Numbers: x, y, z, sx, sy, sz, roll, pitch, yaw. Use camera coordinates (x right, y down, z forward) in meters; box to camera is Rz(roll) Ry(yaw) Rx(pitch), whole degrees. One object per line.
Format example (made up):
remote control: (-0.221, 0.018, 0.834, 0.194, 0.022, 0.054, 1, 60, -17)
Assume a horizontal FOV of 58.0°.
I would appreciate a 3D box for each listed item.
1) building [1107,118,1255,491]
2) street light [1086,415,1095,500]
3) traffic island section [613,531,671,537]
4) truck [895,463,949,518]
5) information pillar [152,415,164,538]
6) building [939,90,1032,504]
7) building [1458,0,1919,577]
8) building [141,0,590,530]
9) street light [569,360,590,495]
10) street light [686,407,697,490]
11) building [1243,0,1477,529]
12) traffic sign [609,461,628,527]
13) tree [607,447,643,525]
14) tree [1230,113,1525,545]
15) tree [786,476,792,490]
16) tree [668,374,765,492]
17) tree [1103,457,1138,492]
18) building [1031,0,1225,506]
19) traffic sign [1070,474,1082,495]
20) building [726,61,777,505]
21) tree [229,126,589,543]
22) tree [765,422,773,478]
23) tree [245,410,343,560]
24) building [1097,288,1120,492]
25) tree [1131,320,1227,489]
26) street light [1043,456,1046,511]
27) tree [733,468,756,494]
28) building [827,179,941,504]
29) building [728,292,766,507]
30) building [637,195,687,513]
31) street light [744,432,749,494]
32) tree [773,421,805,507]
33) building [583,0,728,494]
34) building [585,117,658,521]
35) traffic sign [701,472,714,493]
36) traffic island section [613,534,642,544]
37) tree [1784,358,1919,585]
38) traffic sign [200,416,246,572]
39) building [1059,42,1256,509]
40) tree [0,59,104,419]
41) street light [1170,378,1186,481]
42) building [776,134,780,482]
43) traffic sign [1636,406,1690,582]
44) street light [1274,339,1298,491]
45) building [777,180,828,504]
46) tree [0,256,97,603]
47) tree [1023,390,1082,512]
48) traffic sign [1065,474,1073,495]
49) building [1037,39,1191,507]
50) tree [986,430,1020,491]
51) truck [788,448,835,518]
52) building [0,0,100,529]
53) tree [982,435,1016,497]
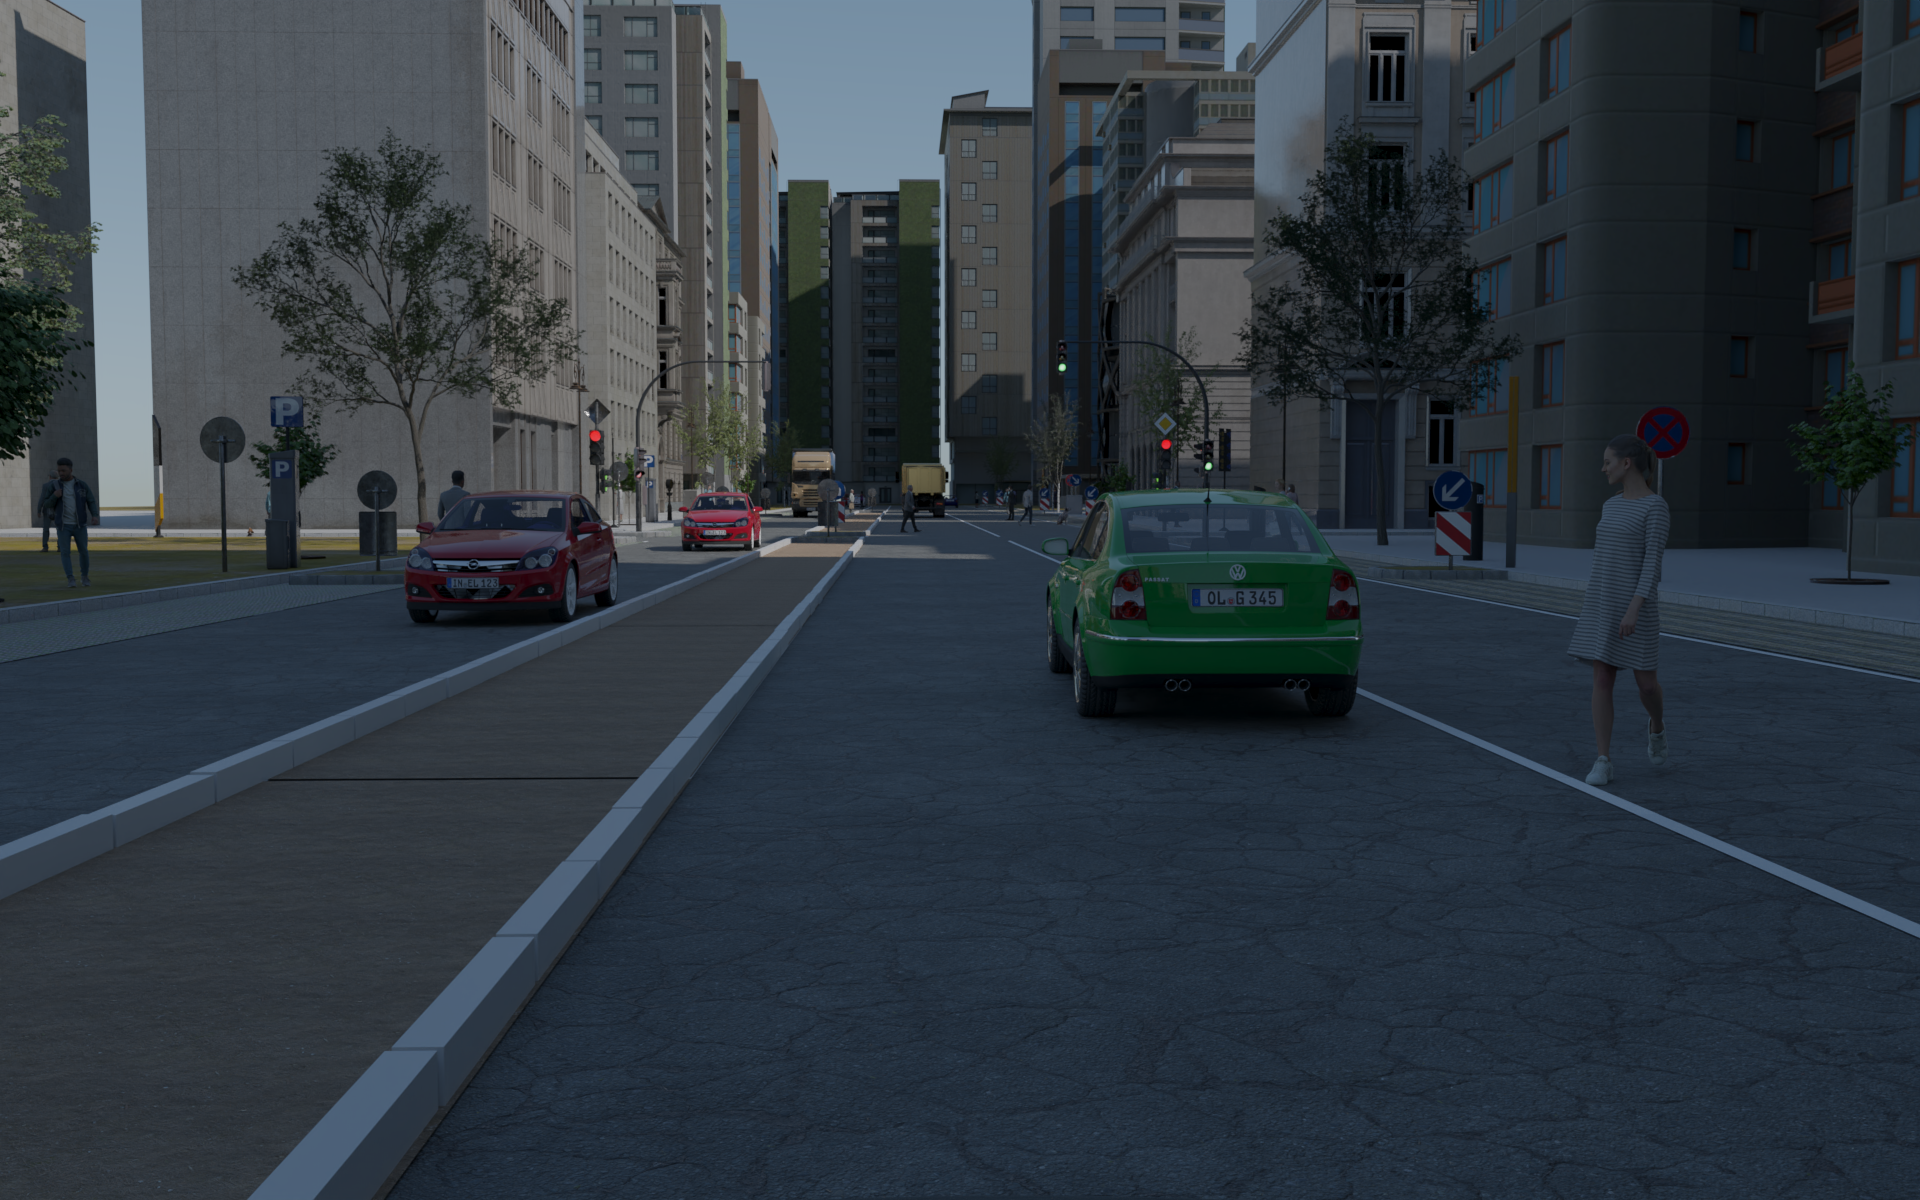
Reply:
building: (16.485, -15.768, 99.610, 13.314, 21.916, 24.055, 0, 4, -2)
street light: (7.641, -7.879, 101.605, 0.468, 5.910, 1.993, 0, 4, -2)
traffic island section: (-10.966, -2.250, 59.062, 2.009, 0.180, 2.903, 0, 4, -2)
truck: (-2.310, -6.854, 107.989, 3.469, 3.379, 9.791, 0, 4, -2)
information pillar: (-23.582, -3.643, 50.912, 0.183, 3.616, 0.504, -3, 5, -45)
building: (11.170, -39.487, 234.854, 27.495, 52.752, 28.713, 0, 4, -2)
building: (28.447, -11.597, 34.645, 27.650, 21.520, 28.899, 0, 4, -2)
building: (-23.324, -15.521, 71.795, 12.078, 24.808, 19.932, 0, 4, -2)
street light: (-12.963, -5.279, 59.103, 0.468, 5.910, 1.993, 0, 4, -2)
street light: (-14.248, -7.295, 92.061, 0.468, 5.910, 1.993, 0, 4, -2)
building: (22.528, -17.313, 68.967, 20.117, 28.700, 13.634, 0, 4, -2)
traffic sign: (-13.340, -4.135, 67.710, 0.768, 2.556, 0.104, 0, 4, 3)
tree: (-13.614, -4.693, 71.336, 1.663, 3.219, 1.824, 0, 3, 0)
tree: (10.250, -6.649, 43.116, 7.601, 10.594, 8.767, 0, 4, 7)
tree: (-18.085, -13.057, 197.199, 4.285, 4.588, 4.351, 0, 3, 0)
tree: (-15.234, -9.482, 105.399, 4.737, 8.622, 4.395, 0, 3, 0)
tree: (8.571, -5.873, 90.628, 1.663, 3.219, 1.824, 0, 3, 0)
building: (18.518, -39.833, 193.274, 21.231, 58.520, 28.212, 0, 4, -2)
traffic sign: (7.480, -6.848, 112.063, 0.768, 2.556, 0.104, 0, 4, 8)
building: (-27.614, -32.631, 183.625, 14.600, 45.320, 14.200, 0, 4, -2)
tree: (-13.645, -6.685, 43.714, 8.767, 10.594, 7.601, -2, 4, -30)
tree: (-15.665, -10.409, 120.545, 4.737, 8.622, 4.395, 0, 3, 0)
tree: (-13.270, -2.426, 34.268, 1.663, 3.219, 1.824, 0, 3, 0)
building: (18.315, -15.827, 126.225, 16.820, 18.784, 16.811, 0, 4, -2)
tree: (9.087, -7.574, 74.200, 4.737, 8.622, 4.395, 0, 3, 0)
street light: (6.556, -9.868, 134.121, 0.468, 5.910, 1.993, 0, 4, -2)
tree: (-15.686, -8.124, 127.425, 1.663, 3.219, 1.824, 0, 3, 0)
building: (-9.637, -33.246, 227.173, 14.086, 41.232, 14.154, 0, 4, -2)
building: (-33.234, -19.401, 162.244, 27.650, 21.520, 28.899, 0, 4, -2)
building: (-25.902, -18.158, 115.969, 14.460, 24.649, 34.723, 0, 4, -2)
street light: (-15.276, -9.284, 124.579, 0.468, 5.910, 1.993, 0, 4, -2)
tree: (-17.362, -13.351, 168.659, 4.737, 8.622, 4.395, 0, 3, 0)
building: (-26.433, -27.927, 140.200, 14.154, 41.232, 14.086, 0, 4, -2)
building: (-22.227, -14.409, 90.343, 10.420, 20.320, 16.860, 0, 4, -2)
traffic sign: (-14.571, -6.099, 99.818, 0.768, 2.556, 0.104, 0, 4, 5)
traffic island section: (-10.689, -1.762, 51.082, 2.009, 0.180, 2.903, 0, 4, -2)
tree: (12.704, -1.855, 24.934, 1.663, 3.219, 1.824, 0, 3, 0)
traffic sign: (-12.105, -1.733, 28.441, 0.768, 2.556, 0.104, 0, 4, 3)
building: (25.521, -28.234, 153.511, 32.217, 40.220, 23.993, 0, 4, -2)
tree: (-27.004, -8.347, 43.129, 9.857, 13.997, 8.962, 0, 3, 0)
street light: (8.658, -5.877, 68.872, 0.468, 5.910, 1.993, 0, 4, -2)
building: (-28.409, -33.591, 199.323, 14.200, 45.320, 14.600, 0, 4, -2)
traffic sign: (10.203, -1.536, 25.226, 0.768, 2.556, 0.104, 0, 4, 3)
street light: (9.296, -4.700, 49.629, 0.468, 5.910, 1.993, 0, 4, -2)
building: (-23.742, -33.267, 227.512, 14.086, 41.232, 14.154, 0, 4, -2)
tree: (-11.955, -2.233, 20.227, 4.285, 4.588, 4.351, 0, 3, 0)
tree: (6.885, -10.863, 127.979, 4.360, 8.622, 3.978, 0, 3, 0)
traffic sign: (7.235, -6.885, 112.678, 0.768, 2.556, 0.104, 0, 4, 3)
building: (15.130, -31.943, 172.381, 14.600, 45.320, 14.200, 0, 4, -2)
tree: (4.693, -15.327, 200.960, 4.737, 8.622, 4.395, 0, 3, 0)
truck: (-9.175, -7.327, 108.703, 2.839, 4.237, 11.283, 0, 4, -3)
building: (-43.475, -12.856, 64.944, 16.860, 20.320, 10.420, 0, 4, -2)
tree: (4.803, -15.797, 208.645, 4.360, 8.622, 3.978, 0, 3, 0)
